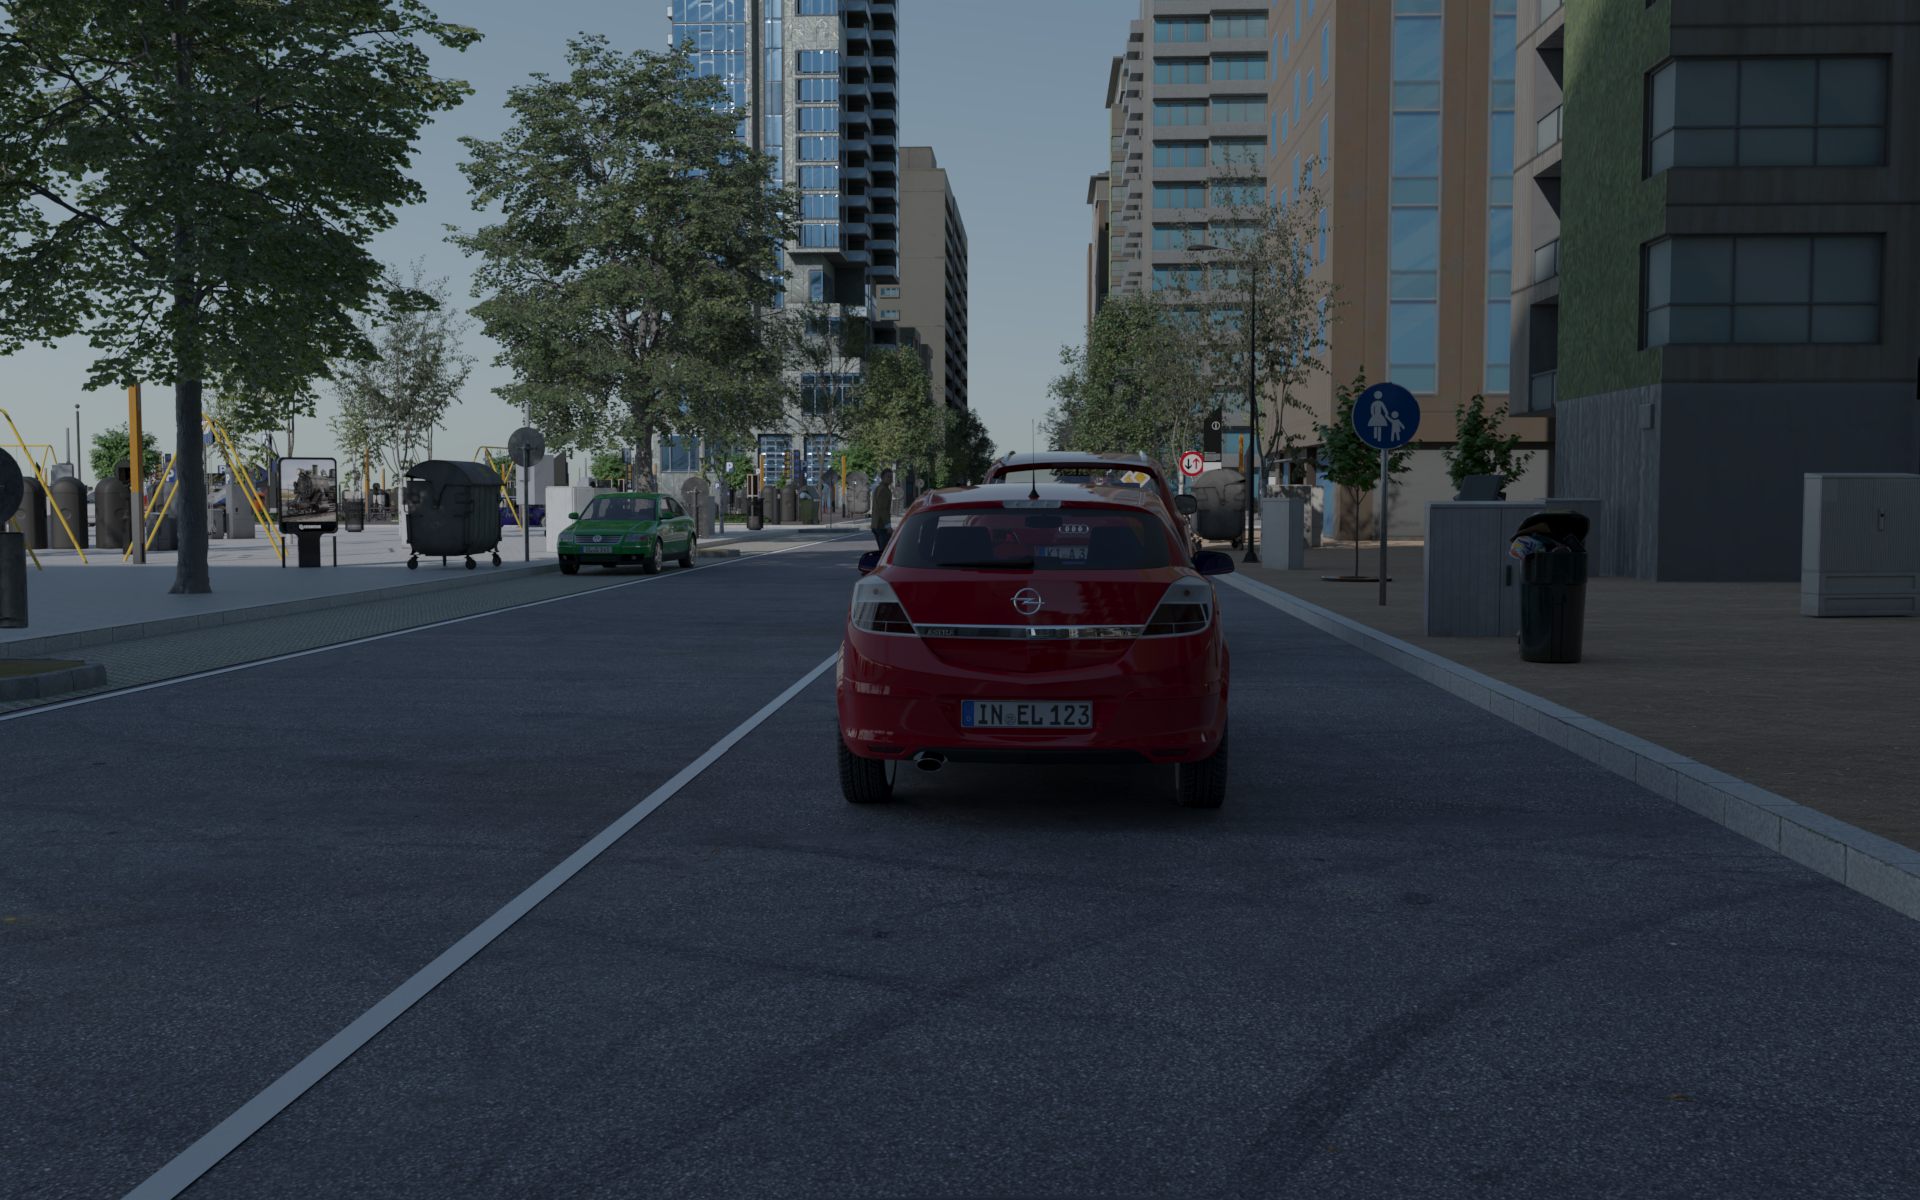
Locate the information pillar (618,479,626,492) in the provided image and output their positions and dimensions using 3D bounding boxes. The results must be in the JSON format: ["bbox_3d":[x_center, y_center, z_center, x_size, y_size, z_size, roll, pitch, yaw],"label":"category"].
[{"bbox_3d":[-16.442,-4.891,84.456,0.304,2.012,0.304,1,4,17],"label":"information pillar"}]

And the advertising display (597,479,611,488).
[{"bbox_3d":[-15.588,-4.323,75.896,0.123,1.923,0.974,1,4,19],"label":"advertising display"}]

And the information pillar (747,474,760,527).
[{"bbox_3d":[-7.659,-3.647,64.115,0.304,2.012,0.304,-3,5,-43],"label":"information pillar"}]

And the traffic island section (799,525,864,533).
[{"bbox_3d":[-4.842,-2.595,64.701,2.009,0.180,2.903,0,4,3],"label":"traffic island section"}]

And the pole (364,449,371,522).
[{"bbox_3d":[-27.110,-5.222,79.228,0.158,3.312,0.155,0,3,0],"label":"pole"}]

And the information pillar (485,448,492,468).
[{"bbox_3d":[-23.271,-5.757,85.475,0.504,3.616,0.183,3,5,42],"label":"information pillar"}]

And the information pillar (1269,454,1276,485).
[{"bbox_3d":[15.266,-5.679,84.205,0.504,3.616,0.183,2,4,28],"label":"information pillar"}]

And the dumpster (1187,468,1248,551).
[{"bbox_3d":[5.956,-2.095,40.004,1.264,1.857,1.865,0,4,3],"label":"dumpster"}]

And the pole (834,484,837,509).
[{"bbox_3d":[-10.585,-9.374,147.108,0.158,3.312,0.155,0,3,0],"label":"pole"}]

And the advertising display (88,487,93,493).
[{"bbox_3d":[-75.252,-8.812,149.290,0.974,1.923,0.123,-1,4,-13],"label":"advertising display"}]

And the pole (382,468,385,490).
[{"bbox_3d":[-45.866,-8.809,137.873,0.158,3.312,0.155,0,3,0],"label":"pole"}]

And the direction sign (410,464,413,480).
[{"bbox_3d":[-36.439,-7.528,115.087,0.379,3.537,0.876,0,4,-7],"label":"direction sign"}]

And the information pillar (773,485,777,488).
[{"bbox_3d":[-15.404,-8.540,144.114,0.304,2.012,0.304,0,4,1],"label":"information pillar"}]

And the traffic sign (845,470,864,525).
[{"bbox_3d":[-4.429,-4.218,72.614,0.795,2.450,0.064,0,4,3],"label":"traffic sign"}]

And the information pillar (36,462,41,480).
[{"bbox_3d":[-66.717,-8.201,125.435,0.183,3.616,0.504,0,4,5],"label":"information pillar"}]

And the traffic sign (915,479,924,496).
[{"bbox_3d":[-3.357,-8.796,143.918,0.768,2.556,0.104,0,4,5],"label":"traffic sign"}]

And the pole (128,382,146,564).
[{"bbox_3d":[-14.996,-2.307,31.558,0.158,3.312,0.155,0,3,0],"label":"pole"}]

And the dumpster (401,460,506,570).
[{"bbox_3d":[-8.755,-1.481,29.980,1.264,1.857,1.865,0,4,3],"label":"dumpster"}]

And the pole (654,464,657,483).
[{"bbox_3d":[-20.547,-7.524,116.857,0.158,3.312,0.155,0,3,0],"label":"pole"}]

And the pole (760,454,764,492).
[{"bbox_3d":[-10.195,-5.828,89.127,0.158,3.312,0.155,0,3,0],"label":"pole"}]

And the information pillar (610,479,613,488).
[{"bbox_3d":[-16.975,-4.852,83.830,0.304,2.012,0.304,0,4,-7],"label":"information pillar"}]

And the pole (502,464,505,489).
[{"bbox_3d":[-30.767,-7.519,116.776,0.158,3.312,0.155,0,3,0],"label":"pole"}]

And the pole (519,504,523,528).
[{"bbox_3d":[-16.642,-4.394,65.693,0.158,3.312,0.155,0,3,0],"label":"pole"}]

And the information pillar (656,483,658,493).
[{"bbox_3d":[-19.441,-6.481,110.448,0.304,2.012,0.304,2,4,27],"label":"information pillar"}]

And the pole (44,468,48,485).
[{"bbox_3d":[-71.273,-8.640,135.115,0.158,3.312,0.155,0,3,0],"label":"pole"}]

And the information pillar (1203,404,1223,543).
[{"bbox_3d":[6.627,-3.303,45.362,0.504,3.616,0.183,1,4,19],"label":"information pillar"}]

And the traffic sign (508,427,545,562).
[{"bbox_3d":[-8.232,-2.003,32.862,0.768,2.556,0.104,1,4,12],"label":"traffic sign"}]

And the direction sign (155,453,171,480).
[{"bbox_3d":[-44.394,-6.397,96.595,0.876,3.537,0.379,0,4,-1],"label":"direction sign"}]

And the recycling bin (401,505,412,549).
[{"bbox_3d":[-12.666,-1.729,40.826,0.722,1.027,0.722,1,4,14],"label":"recycling bin"}]

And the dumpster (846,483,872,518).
[{"bbox_3d":[-5.414,-5.311,92.592,1.264,1.857,1.865,0,4,3],"label":"dumpster"}]

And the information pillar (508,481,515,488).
[{"bbox_3d":[-25.074,-5.647,96.822,0.304,2.012,0.304,-3,5,-43],"label":"information pillar"}]

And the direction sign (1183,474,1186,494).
[{"bbox_3d":[18.106,-9.066,140.229,0.379,3.537,0.876,2,4,26],"label":"direction sign"}]

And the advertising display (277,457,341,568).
[{"bbox_3d":[-11.376,-1.530,30.230,0.974,1.923,0.123,-2,4,-29],"label":"advertising display"}]

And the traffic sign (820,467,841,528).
[{"bbox_3d":[-4.818,-3.731,64.638,0.795,2.450,0.064,0,4,3],"label":"traffic sign"}]

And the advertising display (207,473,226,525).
[{"bbox_3d":[-22.705,-2.918,52.930,0.123,1.923,0.974,3,5,43],"label":"advertising display"}]

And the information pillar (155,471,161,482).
[{"bbox_3d":[-60.796,-8.562,131.335,0.504,3.616,0.183,1,4,23],"label":"information pillar"}]

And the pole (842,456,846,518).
[{"bbox_3d":[-6.238,-6.061,92.941,0.158,3.312,0.155,0,3,0],"label":"pole"}]

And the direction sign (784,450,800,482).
[{"bbox_3d":[-8.551,-5.882,88.164,0.876,3.537,0.379,2,4,25],"label":"direction sign"}]

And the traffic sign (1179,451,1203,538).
[{"bbox_3d":[6.829,-3.111,50.965,0.768,2.556,0.104,0,4,8],"label":"traffic sign"}]

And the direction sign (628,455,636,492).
[{"bbox_3d":[-18.808,-6.591,99.756,0.876,3.537,0.379,0,4,-3],"label":"direction sign"}]

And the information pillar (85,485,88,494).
[{"bbox_3d":[-69.523,-8.146,137.684,0.304,2.012,0.304,3,5,44],"label":"information pillar"}]

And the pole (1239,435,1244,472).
[{"bbox_3d":[9.775,-4.060,60.231,0.158,3.312,0.155,0,3,0],"label":"pole"}]

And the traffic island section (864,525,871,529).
[{"bbox_3d":[-4.453,-3.082,72.677,2.009,0.180,2.903,0,4,3],"label":"traffic island section"}]

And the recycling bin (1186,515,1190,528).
[{"bbox_3d":[8.339,-3.176,64.481,0.722,1.027,0.722,1,4,18],"label":"recycling bin"}]

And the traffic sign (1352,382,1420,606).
[{"bbox_3d":[4.866,-1.208,19.858,0.768,2.556,0.104,0,4,6],"label":"traffic sign"}]

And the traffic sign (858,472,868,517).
[{"bbox_3d":[-5.589,-6.021,98.554,0.768,2.556,0.104,1,4,10],"label":"traffic sign"}]
